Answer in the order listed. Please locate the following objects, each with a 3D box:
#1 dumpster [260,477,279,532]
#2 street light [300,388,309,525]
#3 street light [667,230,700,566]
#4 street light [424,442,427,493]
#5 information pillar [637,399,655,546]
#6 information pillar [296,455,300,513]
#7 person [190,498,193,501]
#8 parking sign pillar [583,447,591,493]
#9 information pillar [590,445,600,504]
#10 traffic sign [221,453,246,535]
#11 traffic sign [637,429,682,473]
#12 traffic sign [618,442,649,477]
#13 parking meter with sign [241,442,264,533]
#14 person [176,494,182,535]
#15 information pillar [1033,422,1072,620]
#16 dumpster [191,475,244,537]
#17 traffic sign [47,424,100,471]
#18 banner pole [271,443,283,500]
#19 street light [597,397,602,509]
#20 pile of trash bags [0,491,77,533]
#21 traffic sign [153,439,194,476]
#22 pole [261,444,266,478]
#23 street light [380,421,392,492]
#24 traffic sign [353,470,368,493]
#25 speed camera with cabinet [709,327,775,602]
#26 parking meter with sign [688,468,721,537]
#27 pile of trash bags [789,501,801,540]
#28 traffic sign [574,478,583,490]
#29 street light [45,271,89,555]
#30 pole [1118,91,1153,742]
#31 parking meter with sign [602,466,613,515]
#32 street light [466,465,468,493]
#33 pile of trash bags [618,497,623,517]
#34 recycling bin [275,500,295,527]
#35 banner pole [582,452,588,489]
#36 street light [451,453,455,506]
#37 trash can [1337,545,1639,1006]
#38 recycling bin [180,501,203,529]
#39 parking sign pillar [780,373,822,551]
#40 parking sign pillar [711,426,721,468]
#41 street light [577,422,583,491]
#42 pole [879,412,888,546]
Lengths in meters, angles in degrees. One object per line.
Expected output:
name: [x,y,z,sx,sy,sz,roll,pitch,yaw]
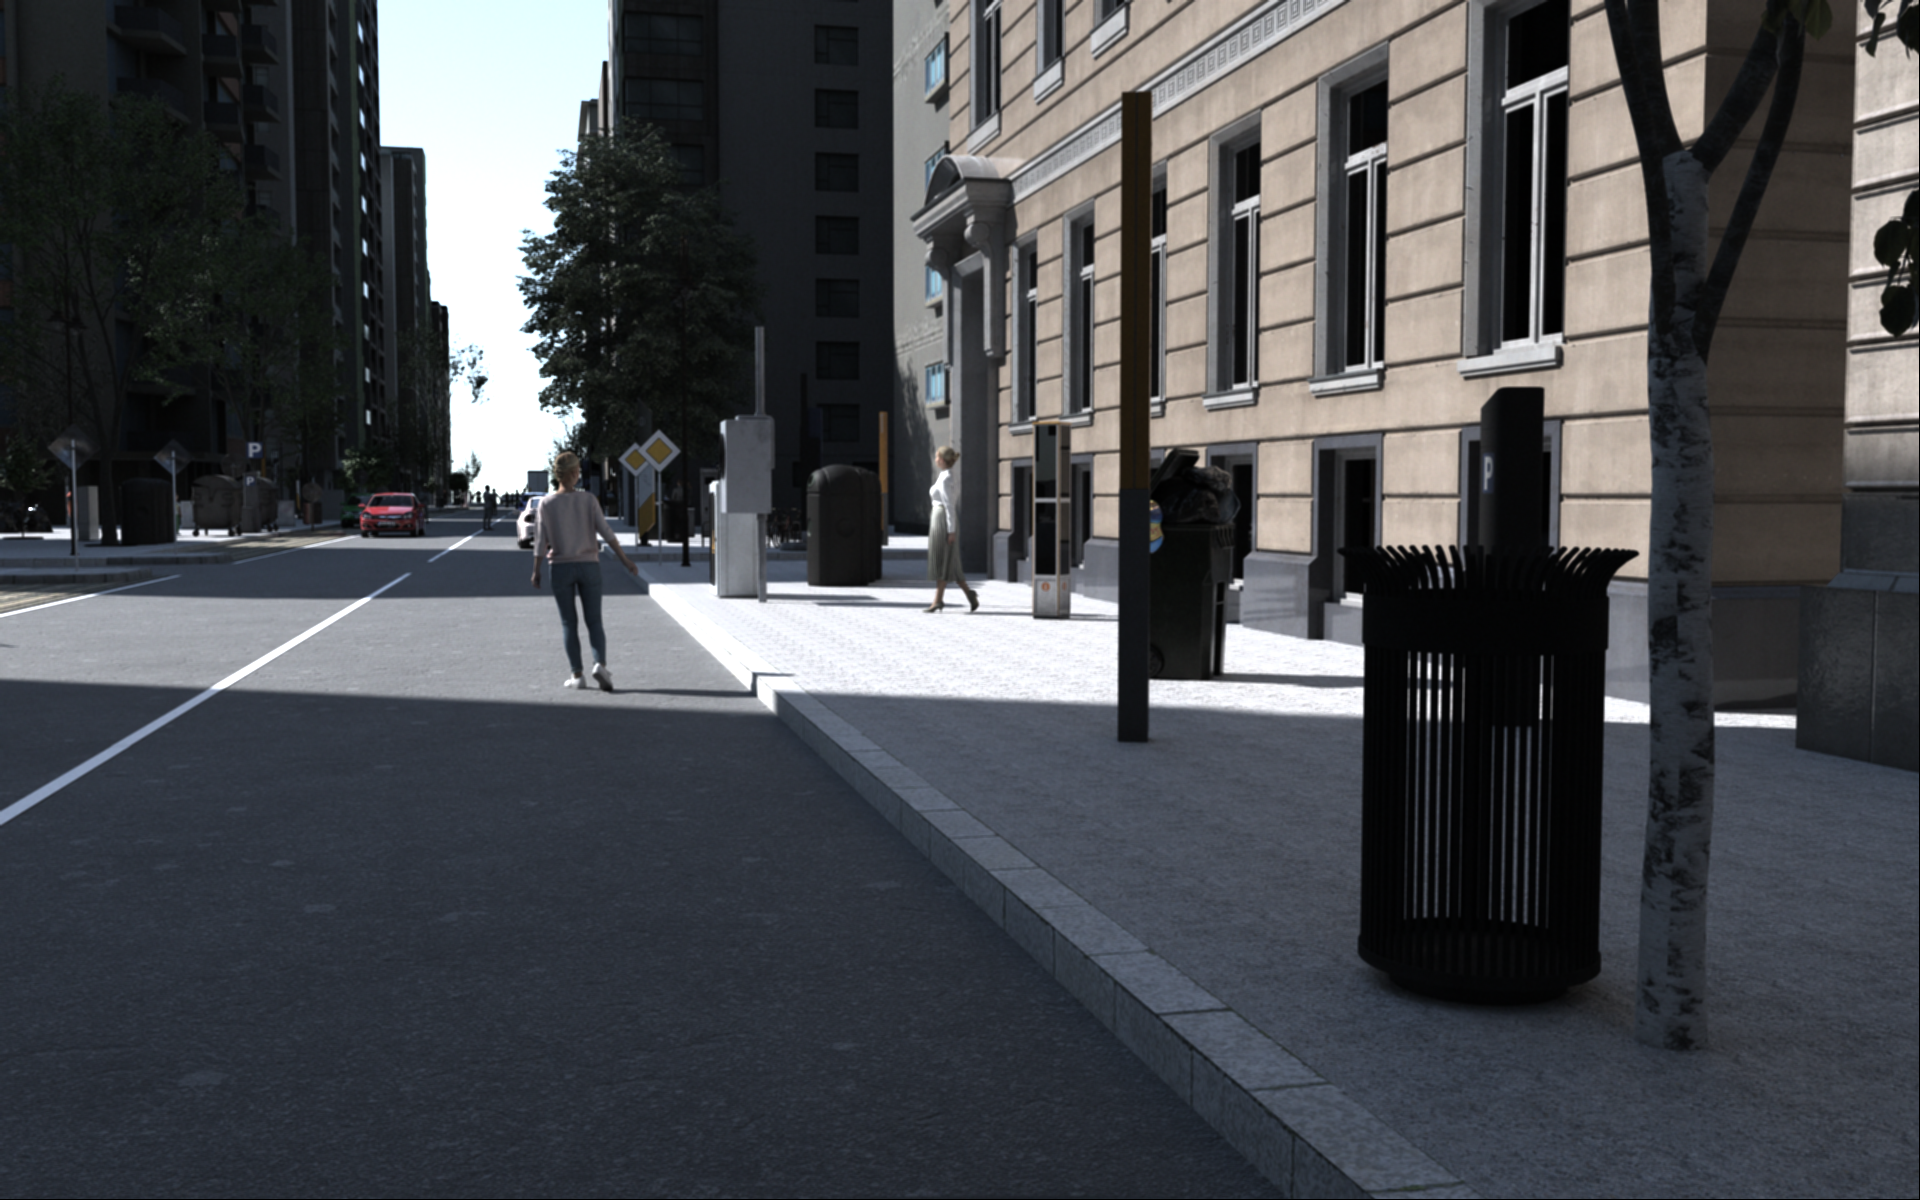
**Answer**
dumpster: [-24.020,-3.264,59.132,1.264,1.857,1.865,-1,4,-14]
street light: [-27.222,-6.070,72.038,0.468,5.910,1.993,-1,4,-14]
street light: [-4.872,-3.537,30.612,0.468,5.910,1.993,-1,4,-14]
street light: [-45.419,-10.684,147.467,0.468,5.910,1.993,-1,4,-14]
information pillar: [-7.705,-3.128,42.491,0.504,3.616,0.183,2,4,32]
information pillar: [-40.088,-6.946,104.915,0.183,3.616,0.504,-1,4,-9]
person: [-30.410,-3.471,68.289,0.738,1.151,1.012,2,4,26]
parking sign pillar: [-21.269,-6.756,98.928,1.447,3.967,1.447,-1,4,-12]
information pillar: [-16.691,-5.378,79.280,0.504,3.616,0.183,-2,4,-31]
traffic sign: [-22.795,-3.320,54.382,0.768,2.556,0.104,0,4,-6]
traffic sign: [-5.338,-1.756,30.903,0.795,2.593,0.064,-1,4,-14]
traffic sign: [-7.210,-2.231,38.667,0.795,2.593,0.064,-1,4,-14]
parking meter with sign: [-23.392,-3.725,57.169,0.543,3.016,1.738,-1,4,-13]
person: [-24.578,-2.682,54.136,0.590,1.304,0.306,2,4,28]
information pillar: [0.943,-0.813,17.780,0.304,2.012,0.304,2,4,28]
dumpster: [-22.702,-2.884,52.905,1.264,1.857,1.865,-1,4,-13]
traffic sign: [-14.671,-1.620,28.683,0.795,2.593,0.064,-1,4,-14]
banner pole: [-33.148,-5.761,84.209,0.401,3.779,0.863,2,4,25]
street light: [-15.393,-6.197,74.102,0.468,5.910,1.993,-1,4,-14]
pile of trash bags: [-31.020,-2.945,57.907,1.912,1.369,3.447,3,5,40]
traffic sign: [-16.543,-2.095,36.446,0.795,2.593,0.064,-1,4,-14]
pole: [-28.399,-4.700,70.684,0.158,3.312,0.155,0,3,0]
street light: [-36.452,-8.428,110.591,0.468,5.910,1.993,-1,4,-14]
traffic sign: [-31.469,-5.559,90.993,0.768,2.556,0.104,0,4,-6]
speed camera with cabinet: [-2.705,-1.644,21.207,0.660,3.252,2.038,-1,4,-13]
parking meter with sign: [-7.352,-3.369,51.336,1.738,3.016,0.543,0,4,-8]
pile of trash bags: [-4.298,-2.353,48.223,3.447,1.369,1.912,-1,4,-14]
traffic sign: [-23.442,-6.379,106.420,0.606,2.300,0.079,-1,4,-9]
street light: [-18.568,-3.875,36.144,0.468,5.910,1.993,-1,4,-14]
pole: [0.905,-0.923,8.932,0.158,3.312,0.155,0,3,0]
parking meter with sign: [-22.474,-6.819,107.753,1.738,3.016,0.543,-1,4,-14]
street light: [-64.801,-15.594,227.755,0.468,5.910,1.993,-1,4,-14]
pile of trash bags: [-18.493,-5.459,99.004,1.912,1.369,3.447,-2,4,-23]
recycling bin: [-26.688,-3.420,68.471,0.722,1.027,0.722,-2,4,-23]
banner pole: [-22.656,-7.010,104.636,0.401,3.779,0.863,-2,4,-34]
street light: [-56.121,-13.395,191.792,0.468,5.910,1.993,-1,4,-14]
trash can: [1.361,0.436,4.528,0.748,1.137,0.748,0,3,0]
recycling bin: [-28.440,-3.153,64.102,0.722,1.027,0.722,-2,4,-28]
parking sign pillar: [-3.386,-3.114,39.383,1.447,3.967,1.447,0,4,-3]
parking sign pillar: [-9.139,-4.854,67.836,1.447,3.967,1.447,2,4,32]
street light: [-24.909,-8.634,113.959,0.468,5.910,1.993,-1,4,-14]
pole: [-1.895,-3.004,42.964,0.158,3.312,0.155,0,3,0]
